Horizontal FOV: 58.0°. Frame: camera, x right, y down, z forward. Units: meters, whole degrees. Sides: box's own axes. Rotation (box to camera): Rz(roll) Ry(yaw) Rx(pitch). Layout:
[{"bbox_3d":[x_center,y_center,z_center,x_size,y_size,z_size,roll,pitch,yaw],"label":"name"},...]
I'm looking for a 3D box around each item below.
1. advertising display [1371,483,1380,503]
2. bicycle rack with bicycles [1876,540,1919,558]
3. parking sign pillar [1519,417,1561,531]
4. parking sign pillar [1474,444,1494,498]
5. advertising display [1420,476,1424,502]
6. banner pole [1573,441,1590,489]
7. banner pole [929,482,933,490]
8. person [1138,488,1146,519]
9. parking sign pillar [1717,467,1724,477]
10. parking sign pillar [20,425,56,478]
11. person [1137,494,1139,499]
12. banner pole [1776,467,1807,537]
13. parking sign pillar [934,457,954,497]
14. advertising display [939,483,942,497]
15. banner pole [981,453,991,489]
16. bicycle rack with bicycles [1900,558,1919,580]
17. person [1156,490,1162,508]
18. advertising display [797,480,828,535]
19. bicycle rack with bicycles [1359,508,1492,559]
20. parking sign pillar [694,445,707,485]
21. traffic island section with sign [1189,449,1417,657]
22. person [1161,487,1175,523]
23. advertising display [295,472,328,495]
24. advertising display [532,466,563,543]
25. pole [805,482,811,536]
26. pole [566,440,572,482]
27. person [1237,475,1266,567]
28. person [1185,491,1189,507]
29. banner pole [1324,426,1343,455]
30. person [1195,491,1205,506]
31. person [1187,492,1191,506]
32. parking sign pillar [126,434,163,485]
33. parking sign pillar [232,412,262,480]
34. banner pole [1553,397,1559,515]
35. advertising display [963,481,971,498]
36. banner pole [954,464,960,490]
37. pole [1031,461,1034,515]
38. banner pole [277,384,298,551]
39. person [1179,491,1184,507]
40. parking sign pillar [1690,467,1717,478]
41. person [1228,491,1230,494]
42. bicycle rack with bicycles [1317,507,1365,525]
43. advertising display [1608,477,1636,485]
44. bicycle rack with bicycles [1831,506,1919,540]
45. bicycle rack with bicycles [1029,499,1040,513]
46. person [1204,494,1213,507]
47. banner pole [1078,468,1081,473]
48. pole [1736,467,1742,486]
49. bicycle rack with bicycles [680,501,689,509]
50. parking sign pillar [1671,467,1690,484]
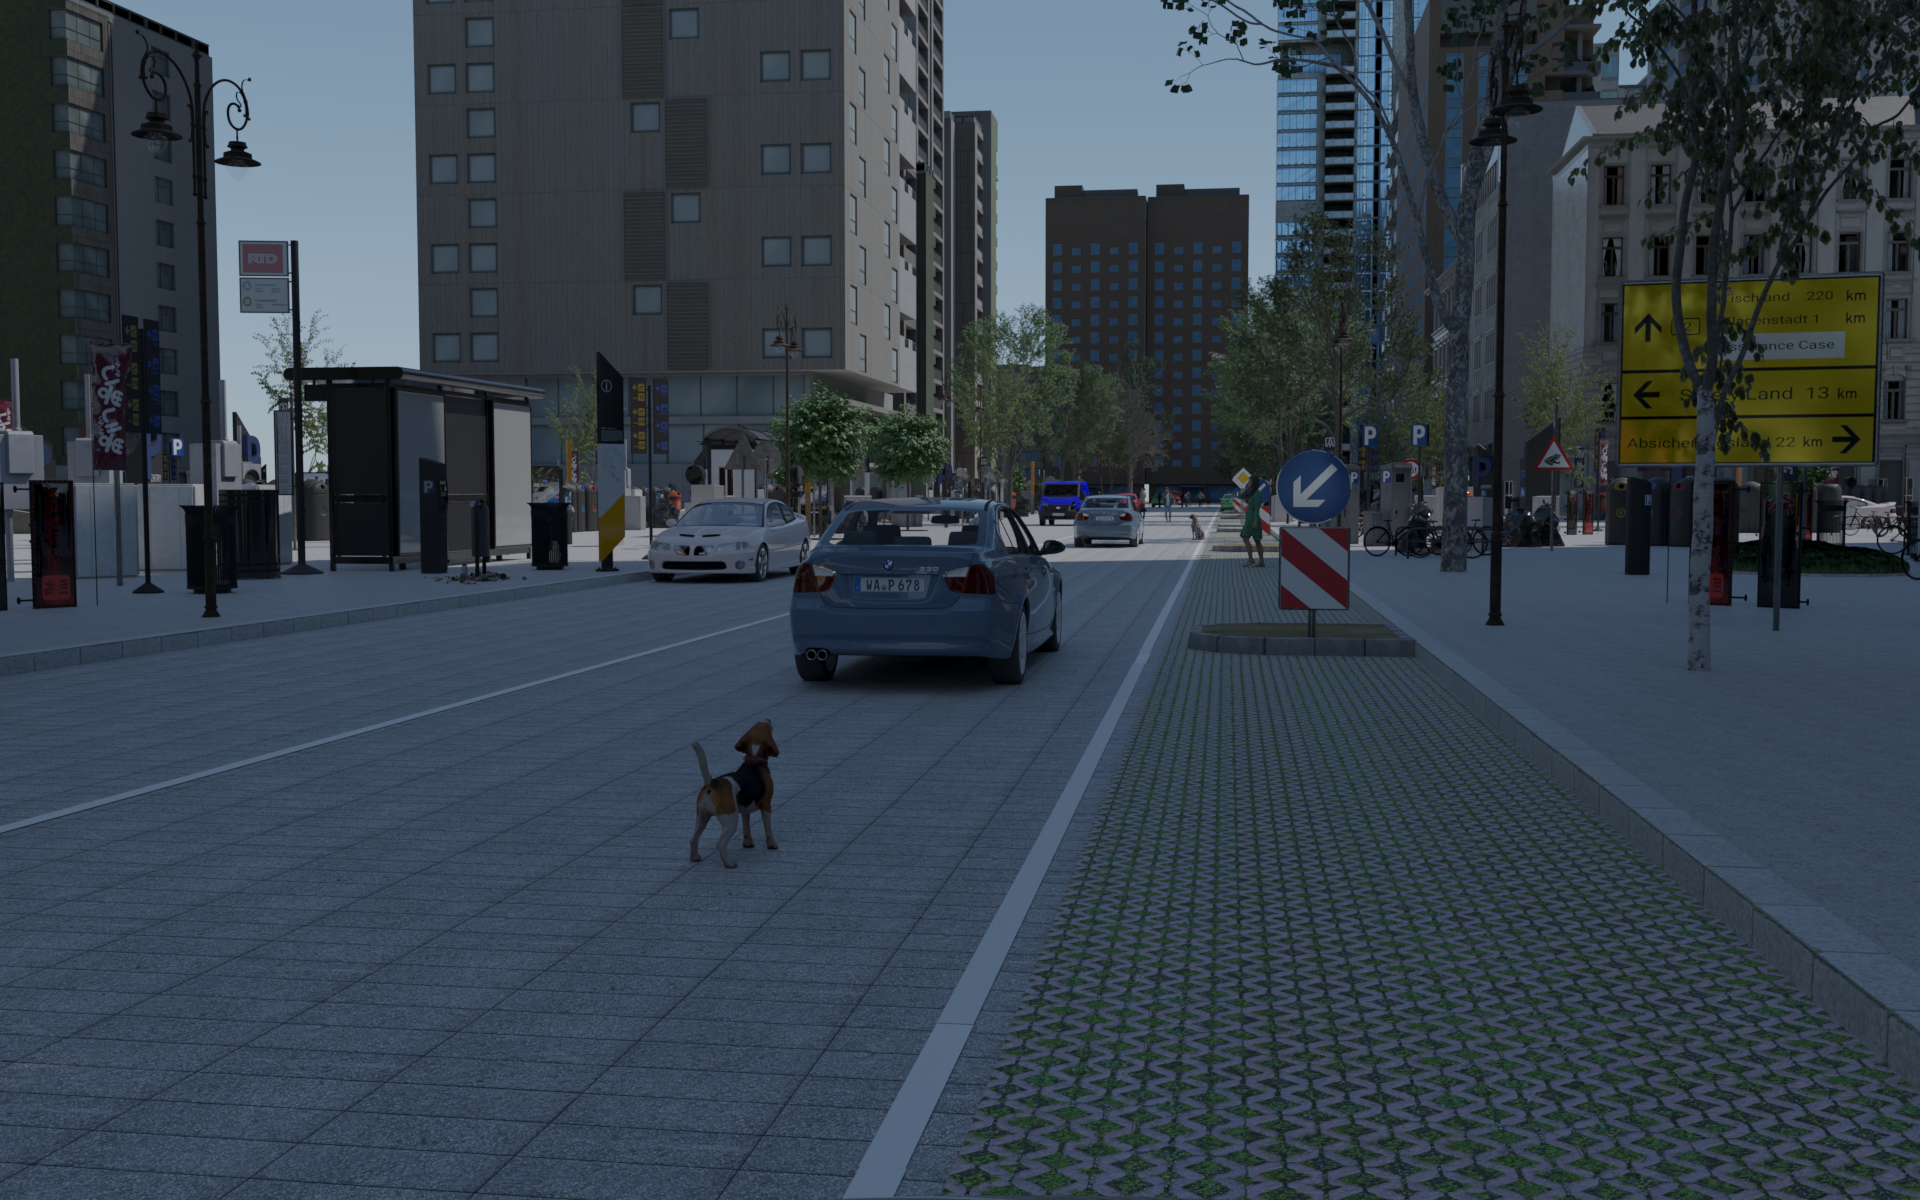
[{"bbox_3d":[25.087,-6.077,104.578,0.123,1.923,0.974,3,5,39],"label":"advertising display"},{"bbox_3d":[21.292,-1.413,36.479,2.852,0.926,2.925,-3,5,-41],"label":"bicycle rack with bicycles"},{"bbox_3d":[20.266,-4.407,60.528,1.447,3.967,1.447,-1,4,-12],"label":"parking sign pillar"},{"bbox_3d":[27.950,-6.332,91.996,1.447,3.967,1.447,-2,4,-35],"label":"parking sign pillar"},{"bbox_3d":[16.181,-3.396,60.736,0.123,1.923,0.974,1,4,16],"label":"advertising display"},{"bbox_3d":[29.395,-5.613,81.789,0.863,3.779,0.401,3,4,36],"label":"banner pole"},{"bbox_3d":[-2.118,-8.613,130.832,0.863,3.779,0.401,2,4,25],"label":"banner pole"},{"bbox_3d":[10.401,-5.522,98.969,0.473,1.802,0.592,3,5,42],"label":"person"},{"bbox_3d":[60.983,-9.232,139.423,1.447,3.967,1.447,-2,4,-34],"label":"parking sign pillar"},{"bbox_3d":[-34.234,-4.627,64.126,1.447,3.967,1.447,3,5,45],"label":"parking sign pillar"},{"bbox_3d":[15.614,-8.573,151.920,0.557,1.426,1.065,-1,4,-9],"label":"person"},{"bbox_3d":[20.519,-3.213,42.555,0.863,3.779,0.401,2,4,35],"label":"banner pole"},{"bbox_3d":[-1.031,-7.494,111.006,1.447,3.967,1.447,-2,4,-31],"label":"parking sign pillar"},{"bbox_3d":[-0.935,-5.837,100.642,0.123,1.923,0.974,-2,4,-26],"label":"advertising display"},{"bbox_3d":[1.583,-6.845,101.934,0.863,3.779,0.401,-1,4,-19],"label":"banner pole"},{"bbox_3d":[15.470,-0.698,24.793,2.852,0.926,2.925,-1,4,-9],"label":"bicycle rack with bicycles"},{"bbox_3d":[20.701,-10.487,179.992,0.705,1.821,1.348,-1,4,-16],"label":"person"},{"bbox_3d":[-4.608,-2.986,54.032,0.974,1.923,0.123,-1,4,-9],"label":"advertising display"},{"bbox_3d":[9.699,-1.334,35.201,2.925,0.926,2.852,0,4,8],"label":"bicycle rack with bicycles"},{"bbox_3d":[-13.958,-6.481,94.438,1.447,3.967,1.447,-3,5,-43],"label":"parking sign pillar"},{"bbox_3d":[3.156,-0.462,16.182,1.989,1.847,2.006,1,4,9],"label":"traffic island section with sign"},{"bbox_3d":[10.330,-4.729,86.173,0.623,1.781,0.721,-1,4,-14],"label":"person"},{"bbox_3d":[-18.867,-2.768,50.473,0.974,1.923,0.123,-2,4,-29],"label":"advertising display"},{"bbox_3d":[-9.478,-2.092,39.412,0.974,1.923,0.123,1,4,19],"label":"advertising display"},{"bbox_3d":[-4.626,-3.598,52.678,0.158,3.312,0.155,0,3,0],"label":"pole"},{"bbox_3d":[-14.680,-4.357,65.073,0.158,3.312,0.155,0,3,0],"label":"pole"},{"bbox_3d":[5.725,-1.526,33.692,0.529,1.795,0.600,-1,4,-15],"label":"person"},{"bbox_3d":[25.565,-11.379,195.269,0.721,1.735,1.217,2,4,27],"label":"person"},{"bbox_3d":[13.703,-4.491,63.444,0.863,3.779,0.401,2,4,27],"label":"banner pole"},{"bbox_3d":[27.698,-11.702,199.805,1.348,1.826,0.705,3,5,41],"label":"person"},{"bbox_3d":[26.721,-11.804,202.418,0.530,1.710,0.541,-1,4,-14],"label":"person"},{"bbox_3d":[-19.829,-3.281,42.122,1.447,3.967,1.447,0,4,-6],"label":"parking sign pillar"},{"bbox_3d":[-23.613,-4.217,57.419,1.447,3.967,1.447,0,4,-1],"label":"parking sign pillar"},{"bbox_3d":[15.505,-3.374,45.182,0.401,3.779,0.863,1,4,12],"label":"banner pole"},{"bbox_3d":[0.268,-4.289,75.333,0.123,1.923,0.974,-1,4,-17],"label":"advertising display"},{"bbox_3d":[-0.258,-9.401,143.718,0.401,3.779,0.863,-3,5,-42],"label":"banner pole"},{"bbox_3d":[4.536,-6.994,108.199,0.158,3.312,0.155,0,3,0],"label":"pole"},{"bbox_3d":[-15.358,-3.032,39.590,0.863,3.779,0.401,3,5,42],"label":"banner pole"},{"bbox_3d":[24.344,-11.077,190.437,0.721,1.723,1.217,-1,4,-17],"label":"person"},{"bbox_3d":[54.560,-8.514,127.676,1.447,3.967,1.447,0,4,1],"label":"parking sign pillar"},{"bbox_3d":[30.674,-11.560,197.520,1.348,1.823,0.705,2,4,28],"label":"person"},{"bbox_3d":[11.299,-2.176,48.955,2.925,0.926,2.852,0,4,-5],"label":"bicycle rack with bicycles"},{"bbox_3d":[24.337,-3.578,63.711,0.974,1.923,0.123,1,4,14],"label":"advertising display"},{"bbox_3d":[28.152,-2.405,52.709,2.925,0.926,2.852,-1,4,-16],"label":"bicycle rack with bicycles"},{"bbox_3d":[6.901,-7.655,138.538,2.925,0.926,2.852,3,4,38],"label":"bicycle rack with bicycles"},{"bbox_3d":[27.757,-11.111,193.429,1.065,1.426,0.557,0,4,-4],"label":"person"},{"bbox_3d":[10.082,-9.559,146.302,0.401,3.779,0.863,-1,4,-18],"label":"banner pole"},{"bbox_3d":[34.374,-5.052,76.449,0.158,3.312,0.155,0,3,0],"label":"pole"},{"bbox_3d":[-13.159,-4.567,88.045,2.852,0.926,2.925,3,4,39],"label":"bicycle rack with bicycles"},{"bbox_3d":[47.663,-7.808,116.129,1.447,3.967,1.447,-2,4,-30],"label":"parking sign pillar"}]
